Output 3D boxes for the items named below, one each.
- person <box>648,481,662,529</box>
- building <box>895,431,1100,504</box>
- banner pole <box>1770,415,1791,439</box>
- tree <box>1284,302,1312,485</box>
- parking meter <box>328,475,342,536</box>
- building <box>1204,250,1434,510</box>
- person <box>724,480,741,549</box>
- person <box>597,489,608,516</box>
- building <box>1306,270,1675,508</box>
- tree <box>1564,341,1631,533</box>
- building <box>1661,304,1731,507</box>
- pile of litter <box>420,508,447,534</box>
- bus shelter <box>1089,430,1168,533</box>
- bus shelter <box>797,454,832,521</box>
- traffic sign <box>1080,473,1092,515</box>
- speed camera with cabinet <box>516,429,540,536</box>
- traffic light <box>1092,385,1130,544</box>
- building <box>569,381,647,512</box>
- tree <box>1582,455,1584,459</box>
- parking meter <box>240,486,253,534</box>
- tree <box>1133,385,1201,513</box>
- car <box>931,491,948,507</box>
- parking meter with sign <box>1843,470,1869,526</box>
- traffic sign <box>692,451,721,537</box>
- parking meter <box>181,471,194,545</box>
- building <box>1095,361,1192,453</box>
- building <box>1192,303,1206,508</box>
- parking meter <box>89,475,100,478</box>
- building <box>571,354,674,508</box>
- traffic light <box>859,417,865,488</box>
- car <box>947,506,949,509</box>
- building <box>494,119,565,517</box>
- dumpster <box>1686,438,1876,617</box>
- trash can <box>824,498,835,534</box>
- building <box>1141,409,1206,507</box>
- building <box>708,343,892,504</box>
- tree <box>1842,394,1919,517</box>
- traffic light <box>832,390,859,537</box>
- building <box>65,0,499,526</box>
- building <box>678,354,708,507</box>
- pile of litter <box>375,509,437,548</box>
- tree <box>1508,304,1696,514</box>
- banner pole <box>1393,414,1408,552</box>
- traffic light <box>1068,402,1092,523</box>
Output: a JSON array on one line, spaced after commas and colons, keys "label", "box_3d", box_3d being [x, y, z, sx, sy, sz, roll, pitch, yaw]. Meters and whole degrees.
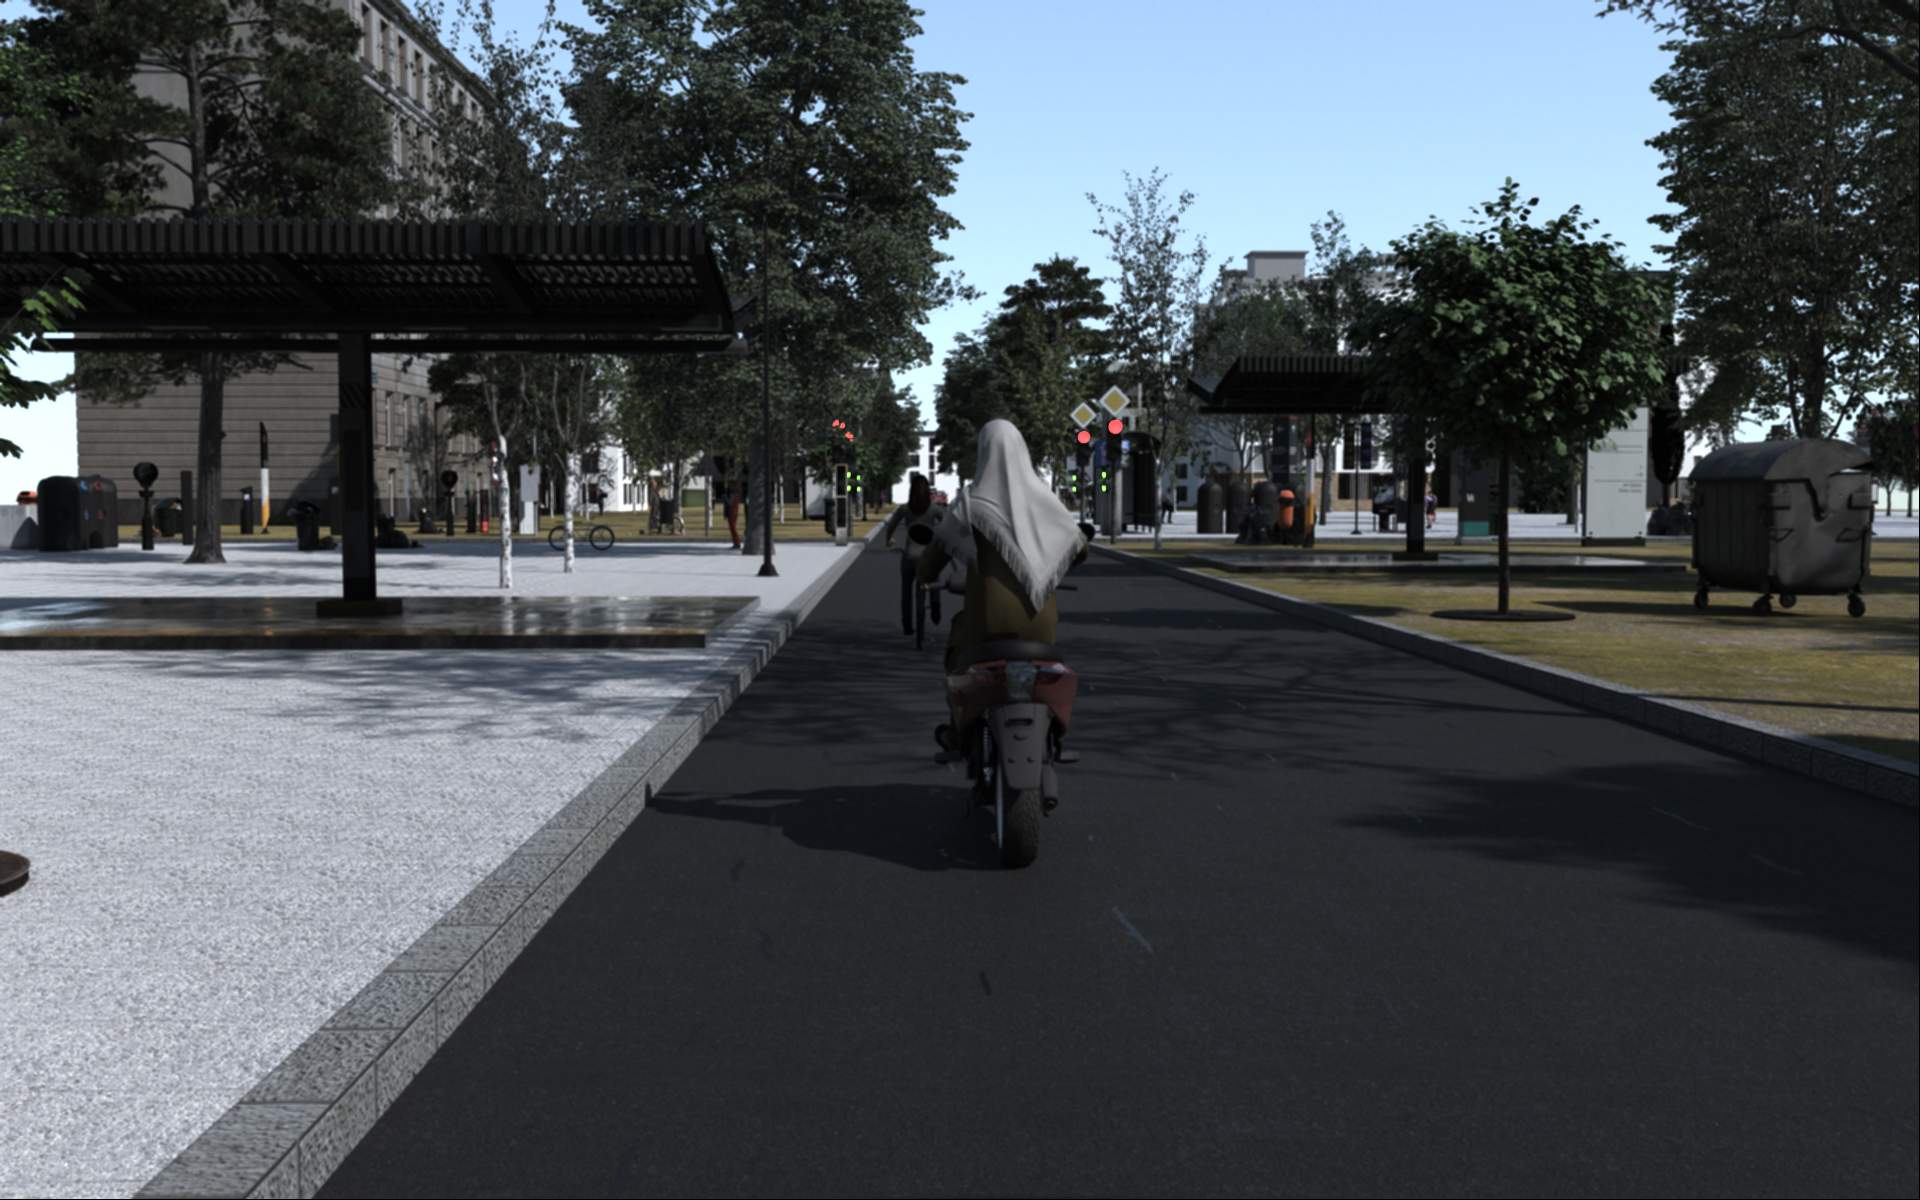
[{"label": "person", "box_3d": [-11.162, -3.482, 63.525, 0.434, 1.755, 0.990, 1, 4, 17]}, {"label": "building", "box_3d": [5.104, -17.910, 234.973, 28.070, 9.664, 9.099, 0, 4, -2]}, {"label": "banner pole", "box_3d": [26.061, -3.973, 54.972, 0.401, 3.779, 0.863, -2, 4, -29]}, {"label": "tree", "box_3d": [11.214, -6.860, 62.517, 4.360, 8.622, 3.978, 0, 3, 0]}, {"label": "parking meter", "box_3d": [-19.309, -2.930, 53.612, 0.399, 1.863, 0.255, 0, 4, -2]}, {"label": "building", "box_3d": [29.019, -17.367, 140.364, 16.016, 20.091, 11.380, 0, 4, -2]}, {"label": "person", "box_3d": [-5.346, -2.008, 40.584, 0.444, 1.614, 0.593, 3, 4, 39]}, {"label": "person", "box_3d": [-21.371, -5.837, 103.345, 0.662, 1.594, 0.647, 3, 5, 44]}, {"label": "building", "box_3d": [48.639, -20.061, 171.964, 32.646, 21.610, 27.936, 0, 4, -2]}, {"label": "tree", "box_3d": [20.307, -6.545, 57.380, 4.737, 8.622, 4.395, 0, 3, 0]}, {"label": "building", "box_3d": [70.473, -19.706, 178.616, 11.380, 20.091, 16.016, 0, 4, -2]}, {"label": "pile of litter", "box_3d": [-17.111, -2.581, 56.166, 1.176, 0.858, 1.719, -2, 4, -29]}, {"label": "bus shelter", "box_3d": [5.494, -3.899, 57.670, 2.014, 3.302, 5.546, 0, 4, -2]}, {"label": "bus shelter", "box_3d": [-6.890, -5.631, 85.986, 2.014, 3.302, 5.546, 0, 4, -2]}, {"label": "traffic sign", "box_3d": [7.566, -6.356, 103.929, 0.884, 2.594, 0.081, 0, 4, -1]}, {"label": "speed camera with cabinet", "box_3d": [-13.355, -3.616, 53.464, 0.660, 3.252, 2.038, -1, 4, -17]}, {"label": "traffic light", "box_3d": [3.904, -3.357, 44.135, 0.839, 4.213, 0.868, 0, 4, -2]}, {"label": "building", "box_3d": [-29.892, -12.155, 140.885, 9.099, 9.664, 28.070, 0, 4, -2]}, {"label": "tree", "box_3d": [29.500, -7.989, 80.983, 4.360, 8.622, 3.978, 0, 3, 0]}, {"label": "parking meter", "box_3d": [-22.701, -2.856, 55.100, 0.372, 1.533, 0.369, 0, 3, 0]}, {"label": "tree", "box_3d": [13.961, -10.021, 114.204, 4.737, 8.622, 4.395, 0, 3, 0]}, {"label": "car", "box_3d": [-2.476, -11.410, 195.231, 2.281, 1.827, 5.304, 0, 4, -3]}, {"label": "parking meter with sign", "box_3d": [28.620, -3.642, 55.815, 0.543, 3.016, 1.738, -1, 4, -8]}, {"label": "traffic sign", "box_3d": [-7.575, -3.162, 51.700, 0.884, 2.594, 0.081, 0, 4, 3]}, {"label": "parking meter", "box_3d": [-19.350, -2.303, 43.367, 0.255, 1.863, 0.399, -2, 4, -24]}, {"label": "building", "box_3d": [35.251, -22.828, 239.697, 31.486, 18.905, 16.747, 0, 4, -2]}, {"label": "building", "box_3d": [28.706, -18.061, 151.718, 16.016, 20.091, 11.380, 0, 4, -2]}, {"label": "parking meter", "box_3d": [-26.037, -2.833, 52.038, 0.255, 1.863, 0.399, 1, 4, 17]}, {"label": "building", "box_3d": [-34.535, -18.576, 160.130, 16.016, 20.091, 11.380, 0, 4, -2]}, {"label": "traffic light", "box_3d": [-3.281, -3.832, 51.904, 0.839, 4.213, 0.868, 0, 4, -2]}, {"label": "car", "box_3d": [0.605, -2.946, 60.535, 2.083, 1.381, 4.827, 0, 4, -1]}, {"label": "building", "box_3d": [-31.018, -16.679, 102.383, 12.332, 23.373, 15.834, 0, 4, -2]}, {"label": "dumpster", "box_3d": [8.850, -0.792, 18.706, 1.264, 1.857, 1.865, 0, 4, -2]}, {"label": "trash can", "box_3d": [-4.065, -2.713, 56.018, 0.748, 1.137, 0.748, 0, 3, 0]}, {"label": "building", "box_3d": [24.247, -14.034, 171.607, 9.099, 9.664, 28.070, 0, 4, -2]}, {"label": "building", "box_3d": [-25.883, -24.389, 242.739, 32.646, 21.610, 27.936, 0, 4, -2]}, {"label": "tree", "box_3d": [55.368, -8.044, 94.424, 11.467, 7.101, 20.602, -2, 4, -24]}, {"label": "traffic light", "box_3d": [-3.054, -3.344, 43.922, 0.839, 4.213, 0.868, 0, 4, -2]}, {"label": "building", "box_3d": [-30.440, -17.405, 81.840, 12.463, 27.353, 25.104, 0, 4, -2]}, {"label": "building", "box_3d": [-42.250, -18.844, 174.552, 31.486, 18.905, 16.747, 0, 4, -2]}, {"label": "pile of litter", "box_3d": [-13.592, -1.668, 41.237, 1.719, 0.858, 1.176, 2, 4, 24]}, {"label": "tree", "box_3d": [44.179, -13.073, 115.572, 18.604, 14.587, 13.155, -1, 4, -16]}, {"label": "banner pole", "box_3d": [9.899, -2.966, 38.503, 0.401, 3.779, 0.863, -2, 4, -28]}, {"label": "traffic light", "box_3d": [3.677, -3.845, 52.117, 0.839, 4.213, 0.868, 0, 4, -2]}]
